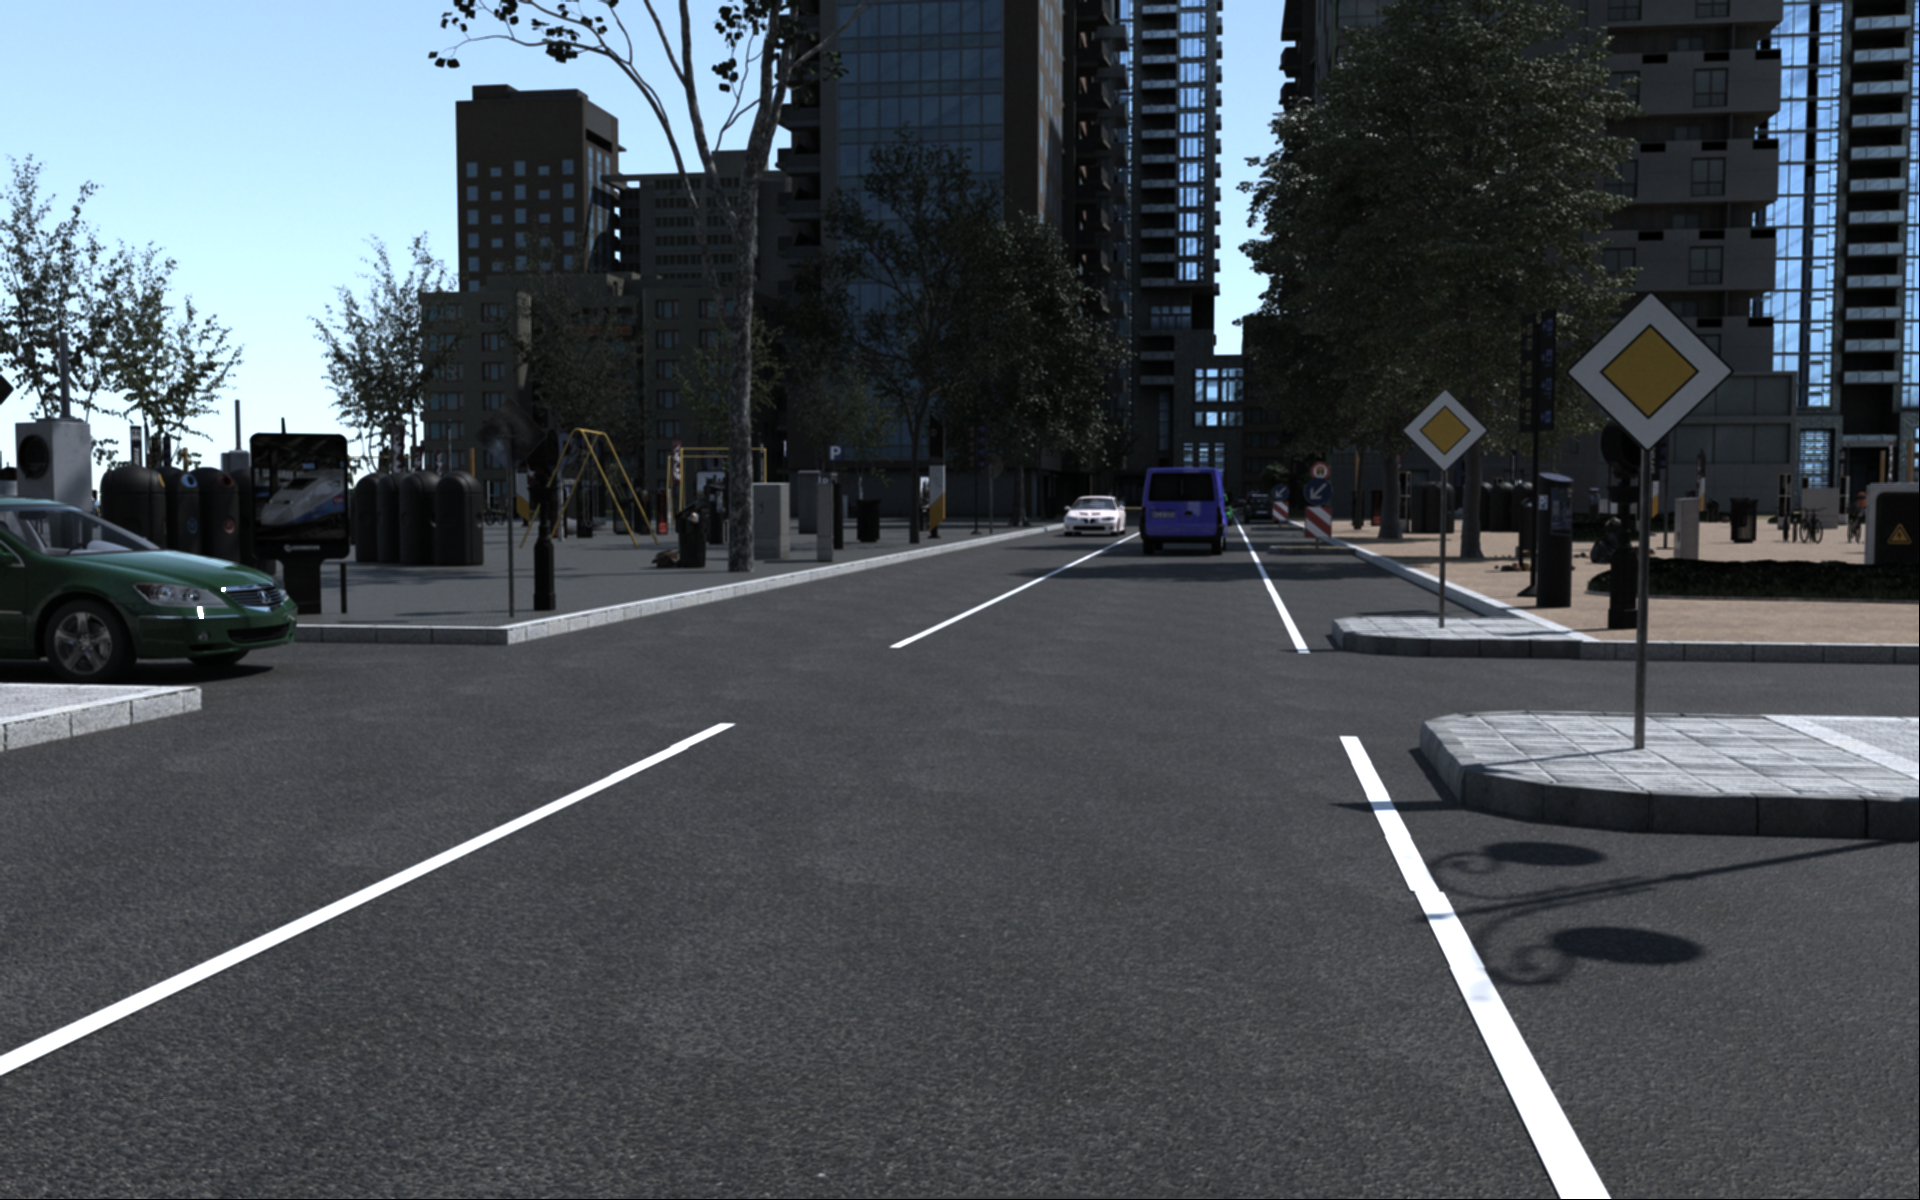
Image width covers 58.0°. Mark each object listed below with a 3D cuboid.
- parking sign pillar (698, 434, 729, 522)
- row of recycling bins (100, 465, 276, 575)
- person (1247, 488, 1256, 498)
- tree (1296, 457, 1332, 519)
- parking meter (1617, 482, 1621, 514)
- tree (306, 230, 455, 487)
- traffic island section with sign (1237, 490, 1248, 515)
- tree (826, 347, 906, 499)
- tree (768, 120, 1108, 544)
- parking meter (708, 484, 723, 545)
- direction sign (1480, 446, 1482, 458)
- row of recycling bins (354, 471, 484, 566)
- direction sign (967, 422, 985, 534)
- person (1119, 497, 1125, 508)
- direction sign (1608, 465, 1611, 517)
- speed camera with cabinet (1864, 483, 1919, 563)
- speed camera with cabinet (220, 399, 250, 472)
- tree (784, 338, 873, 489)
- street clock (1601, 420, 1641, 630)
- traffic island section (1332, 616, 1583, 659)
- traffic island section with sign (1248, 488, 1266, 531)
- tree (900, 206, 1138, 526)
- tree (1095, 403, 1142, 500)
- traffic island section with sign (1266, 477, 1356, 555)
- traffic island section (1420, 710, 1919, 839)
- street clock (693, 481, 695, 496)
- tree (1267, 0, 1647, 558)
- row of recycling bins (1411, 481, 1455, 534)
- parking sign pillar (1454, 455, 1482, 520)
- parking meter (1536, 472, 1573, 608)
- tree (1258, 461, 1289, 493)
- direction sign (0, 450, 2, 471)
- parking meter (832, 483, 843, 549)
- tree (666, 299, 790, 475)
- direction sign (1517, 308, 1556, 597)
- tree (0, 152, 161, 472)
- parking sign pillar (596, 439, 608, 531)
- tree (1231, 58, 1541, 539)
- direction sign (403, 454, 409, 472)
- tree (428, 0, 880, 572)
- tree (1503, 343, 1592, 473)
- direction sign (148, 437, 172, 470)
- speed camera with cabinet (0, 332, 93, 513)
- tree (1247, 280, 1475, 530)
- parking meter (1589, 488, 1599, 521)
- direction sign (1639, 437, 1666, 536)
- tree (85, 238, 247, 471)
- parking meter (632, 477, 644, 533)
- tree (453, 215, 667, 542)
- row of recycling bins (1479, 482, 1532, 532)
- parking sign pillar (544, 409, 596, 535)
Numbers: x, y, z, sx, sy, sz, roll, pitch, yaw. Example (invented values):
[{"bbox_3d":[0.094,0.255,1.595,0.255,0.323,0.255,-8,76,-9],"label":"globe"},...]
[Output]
[{"bbox_3d":[-11.307,-5.530,78.884,1.447,3.967,1.447,2,4,34],"label":"parking sign pillar"},{"bbox_3d":[-11.561,-1.154,25.989,1.069,1.692,3.534,1,4,11],"label":"row of recycling bins"},{"bbox_3d":[16.137,-5.322,96.049,0.750,1.759,0.617,2,4,30],"label":"person"},{"bbox_3d":[18.237,-5.778,89.068,1.663,3.219,1.824,0,3,0],"label":"tree"},{"bbox_3d":[31.765,-4.744,83.276,0.255,1.863,0.399,1,4,19],"label":"parking meter"},{"bbox_3d":[-15.412,-5.953,47.701,4.360,8.622,3.978,0,3,0],"label":"tree"},{"bbox_3d":[19.989,-6.668,117.650,1.989,1.847,2.006,1,4,9],"label":"traffic island section with sign"},{"bbox_3d":[-4.786,-8.225,84.835,4.737,8.622,4.395,0,3,0],"label":"tree"},{"bbox_3d":[-1.373,-6.722,44.323,8.767,10.594,7.601,2,4,29],"label":"tree"},{"bbox_3d":[-6.221,-2.185,44.137,0.372,1.533,0.369,0,3,0],"label":"parking meter"},{"bbox_3d":[24.250,-5.497,81.877,0.379,3.537,0.876,-3,4,-38],"label":"direction sign"},{"bbox_3d":[-10.029,-1.519,31.946,3.534,1.692,1.069,3,5,41],"label":"row of recycling bins"},{"bbox_3d":[0.520,-3.863,55.160,0.379,3.537,0.876,-3,4,-38],"label":"direction sign"},{"bbox_3d":[7.901,-4.425,85.135,0.425,1.301,0.394,-3,4,-36],"label":"person"},{"bbox_3d":[25.783,-4.693,68.731,0.379,3.537,0.876,1,4,16],"label":"direction sign"},{"bbox_3d":[14.658,-1.924,25.787,2.038,3.252,0.660,2,4,28],"label":"speed camera with cabinet"},{"bbox_3d":[-14.584,-2.596,36.787,2.038,3.252,0.660,-2,4,-28],"label":"speed camera with cabinet"},{"bbox_3d":[-6.249,-7.865,78.948,4.360,8.622,3.978,0,3,0],"label":"tree"},{"bbox_3d":[6.318,-0.727,16.457,0.471,2.002,0.358,-2,4,-30],"label":"street clock"},{"bbox_3d":[4.643,0.345,16.633,2.009,0.180,2.903,1,4,9],"label":"traffic island section"},{"bbox_3d":[12.500,-3.650,68.312,1.989,1.847,2.006,1,4,9],"label":"traffic island section with sign"},{"bbox_3d":[2.321,-9.328,69.523,9.611,12.733,9.660,0,3,0],"label":"tree"},{"bbox_3d":[12.457,-11.582,139.723,4.737,8.622,4.395,0,3,0],"label":"tree"},{"bbox_3d":[8.461,-2.020,41.661,1.989,1.847,2.006,1,4,9],"label":"traffic island section with sign"},{"bbox_3d":[3.445,0.828,8.738,2.009,0.180,2.903,1,4,9],"label":"traffic island section"},{"bbox_3d":[-14.566,-5.569,95.617,0.358,2.002,0.471,-1,4,-16],"label":"street clock"},{"bbox_3d":[9.941,-7.129,34.685,7.486,12.596,7.792,0,3,0],"label":"tree"},{"bbox_3d":[15.757,-3.108,57.923,1.069,1.692,3.534,0,4,5],"label":"row of recycling bins"},{"bbox_3d":[25.578,-6.038,87.192,1.447,3.967,1.447,2,4,32],"label":"parking sign pillar"},{"bbox_3d":[6.762,-0.690,19.686,0.372,1.533,0.369,0,3,0],"label":"parking meter"},{"bbox_3d":[30.435,-11.220,167.165,4.285,4.588,4.351,0,3,0],"label":"tree"},{"bbox_3d":[-49.947,-5.960,89.445,0.876,3.537,0.379,-1,4,-20],"label":"direction sign"},{"bbox_3d":[-2.923,-1.963,40.500,0.372,1.533,0.369,0,3,0],"label":"parking meter"},{"bbox_3d":[-8.509,-6.998,64.775,4.737,8.622,4.395,0,3,0],"label":"tree"},{"bbox_3d":[7.193,-1.813,21.637,0.379,3.537,0.876,0,4,-7],"label":"direction sign"},{"bbox_3d":[-19.619,-5.338,37.632,4.360,8.622,3.978,0,3,0],"label":"tree"},{"bbox_3d":[-13.181,-4.437,61.020,1.447,3.967,1.447,-1,4,-20],"label":"parking sign pillar"},{"bbox_3d":[12.385,-8.753,49.771,9.857,13.997,8.962,0,3,0],"label":"tree"},{"bbox_3d":[-31.231,-6.446,97.387,0.876,3.537,0.379,3,4,37],"label":"direction sign"},{"bbox_3d":[-4.047,-10.620,29.523,12.611,20.169,13.585,0,3,0],"label":"tree"},{"bbox_3d":[28.181,-8.092,82.672,4.737,8.622,4.395,0,3,0],"label":"tree"},{"bbox_3d":[-31.597,-4.683,68.565,0.876,3.537,0.379,1,4,11],"label":"direction sign"},{"bbox_3d":[-11.652,-1.654,21.383,2.038,3.252,0.660,2,4,26],"label":"speed camera with cabinet"},{"bbox_3d":[14.262,-7.814,62.164,8.767,10.594,7.601,1,4,23],"label":"tree"},{"bbox_3d":[25.710,-3.780,70.209,0.372,1.533,0.369,0,3,0],"label":"parking meter"},{"bbox_3d":[21.271,-3.748,53.279,0.876,3.537,0.379,1,4,11],"label":"direction sign"},{"bbox_3d":[-23.170,-6.101,50.108,4.737,8.622,4.395,0,3,0],"label":"tree"},{"bbox_3d":[-10.652,-3.156,57.318,0.399,1.863,0.255,-1,4,-11],"label":"parking meter"},{"bbox_3d":[-10.555,-5.884,46.559,4.360,8.622,3.978,0,3,0],"label":"tree"},{"bbox_3d":[18.943,-3.175,59.028,1.069,1.692,3.534,-3,4,-37],"label":"row of recycling bins"},{"bbox_3d":[-12.764,-4.097,55.452,1.447,3.967,1.447,1,4,18],"label":"parking sign pillar"}]
